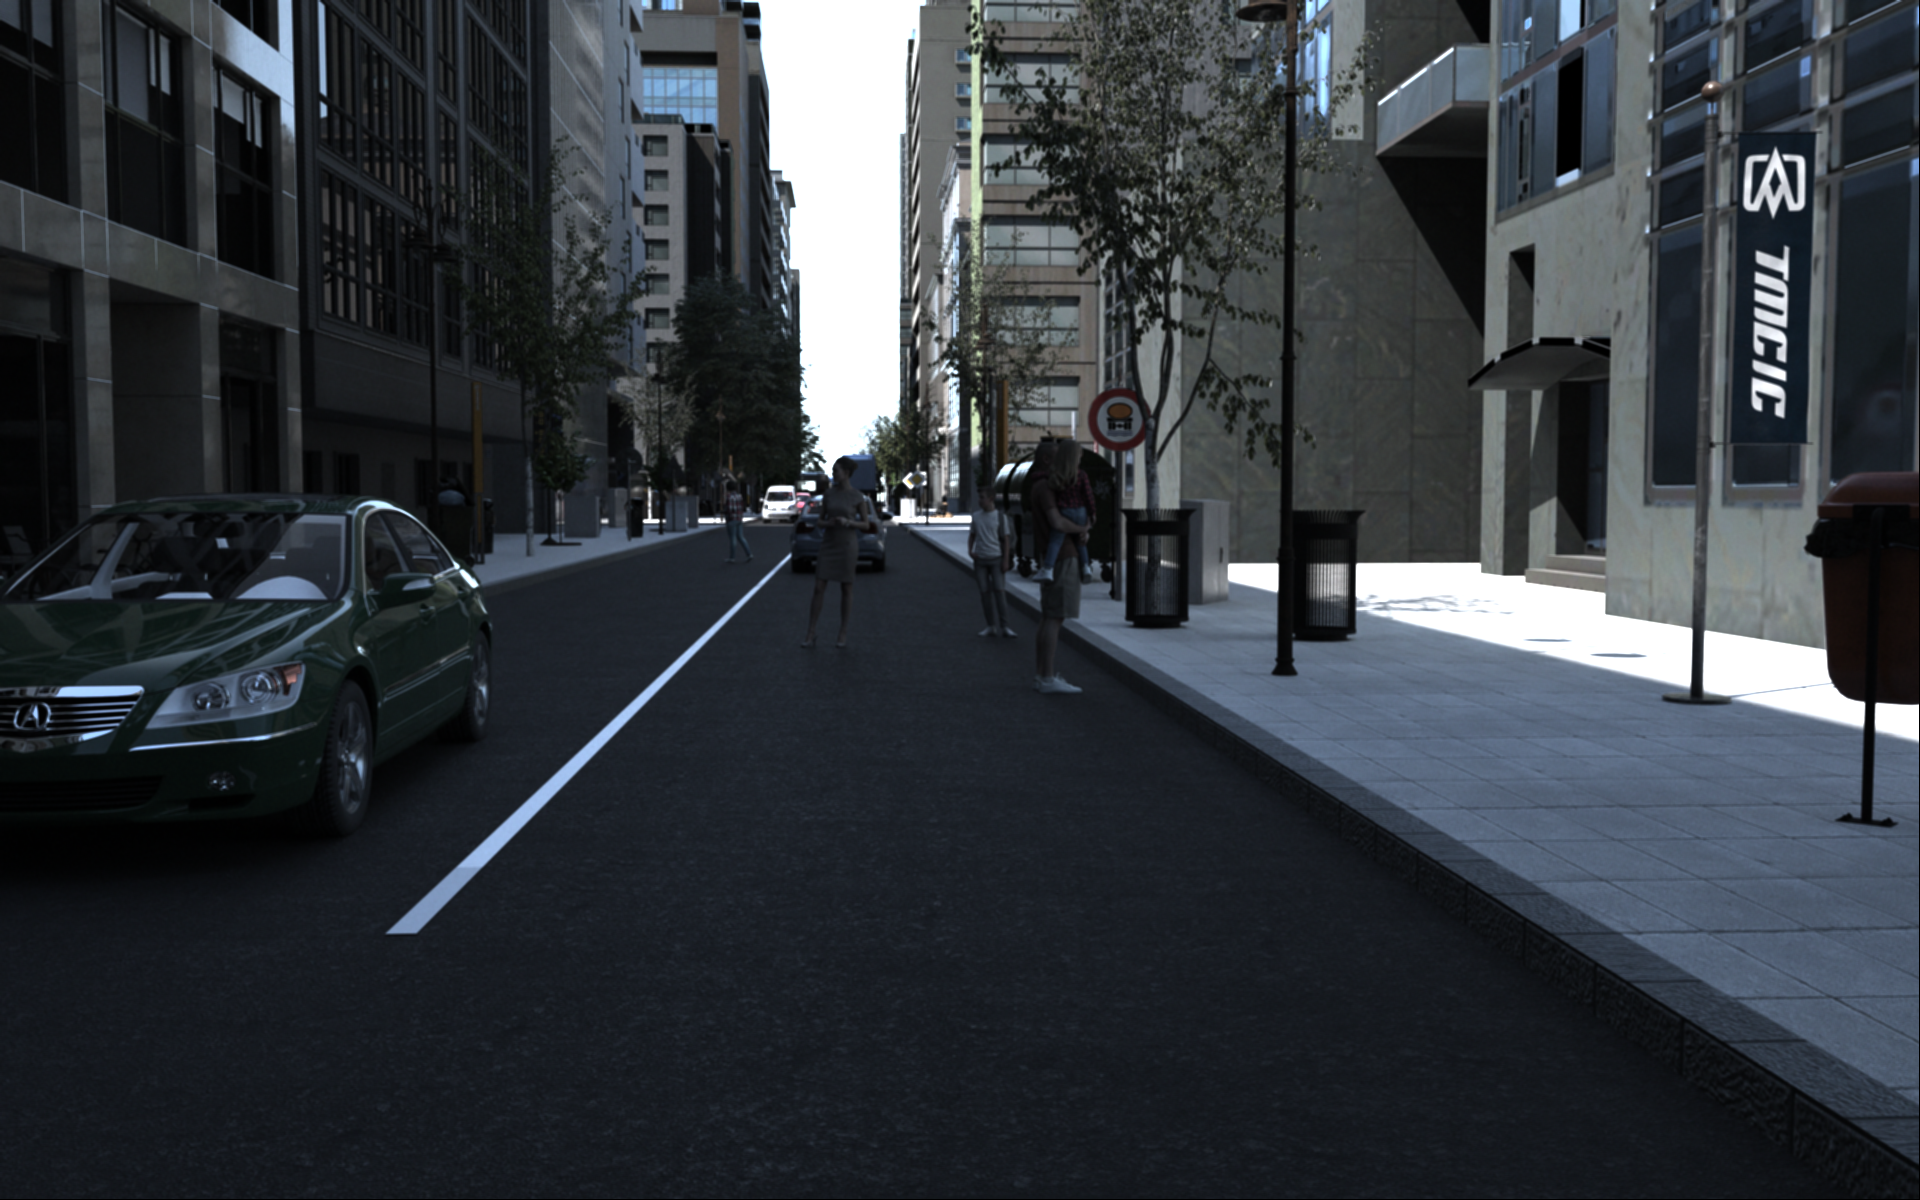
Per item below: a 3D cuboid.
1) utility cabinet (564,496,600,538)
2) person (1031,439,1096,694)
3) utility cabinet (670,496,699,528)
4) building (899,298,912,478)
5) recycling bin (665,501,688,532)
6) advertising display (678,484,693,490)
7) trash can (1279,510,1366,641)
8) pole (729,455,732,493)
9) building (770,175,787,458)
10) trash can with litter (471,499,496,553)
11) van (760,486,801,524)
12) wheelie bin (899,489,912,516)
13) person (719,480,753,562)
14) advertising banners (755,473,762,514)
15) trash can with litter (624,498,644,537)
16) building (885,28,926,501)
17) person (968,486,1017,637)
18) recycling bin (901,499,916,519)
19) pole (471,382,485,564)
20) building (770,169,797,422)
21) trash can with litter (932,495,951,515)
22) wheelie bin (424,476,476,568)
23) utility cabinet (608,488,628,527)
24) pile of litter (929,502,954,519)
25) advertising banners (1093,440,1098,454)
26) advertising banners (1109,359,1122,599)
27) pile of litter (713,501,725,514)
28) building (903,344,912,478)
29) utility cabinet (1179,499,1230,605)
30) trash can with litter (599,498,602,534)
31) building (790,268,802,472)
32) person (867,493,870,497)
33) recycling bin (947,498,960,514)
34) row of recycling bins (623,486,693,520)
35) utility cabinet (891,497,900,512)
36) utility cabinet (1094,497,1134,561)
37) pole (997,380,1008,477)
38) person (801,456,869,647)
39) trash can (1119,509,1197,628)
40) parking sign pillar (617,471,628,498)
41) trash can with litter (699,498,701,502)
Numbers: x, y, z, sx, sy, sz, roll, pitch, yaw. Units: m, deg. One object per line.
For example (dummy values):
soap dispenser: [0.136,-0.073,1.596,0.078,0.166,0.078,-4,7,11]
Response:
utility cabinet: [-11.148,-2.442,51.080,1.020,1.237,0.306,1,4,14]
person: [0.716,-0.250,12.556,0.580,1.828,0.573,3,5,42]
utility cabinet: [-10.408,-3.322,65.469,1.020,1.237,0.306,0,4,4]
building: [-2.010,-29.573,255.220,14.160,30.474,14.107,0,4,-4]
recycling bin: [-9.615,-2.825,58.749,0.722,1.027,0.722,0,4,-6]
advertising display: [-17.699,-6.519,111.803,0.974,1.923,0.123,1,4,12]
trash can: [3.189,-0.222,15.279,0.748,1.137,0.748,0,3,0]
pole: [-12.099,-5.969,91.435,0.158,3.312,0.155,0,3,0]
building: [-36.902,-38.810,254.152,23.786,49.044,30.456,0,4,-4]
trash can with litter: [-10.496,-1.592,37.422,1.055,1.170,0.624,3,5,44]
van: [-8.835,-4.800,85.490,2.013,2.044,4.112,0,4,-3]
wheelie bin: [-3.074,-5.538,98.450,0.693,1.594,0.980,-1,4,-19]
person: [-4.734,-1.662,36.514,0.643,1.720,0.563,2,4,28]
advertising banners: [-13.057,-7.112,112.466,0.090,3.025,2.074,0,4,7]
trash can with litter: [-9.749,-2.452,51.483,0.624,1.170,1.055,-1,4,-21]
building: [-1.557,-60.228,297.406,22.319,86.520,31.000,0,4,-4]
person: [0.342,-0.389,17.460,0.503,1.515,0.523,-1,4,-10]
recycling bin: [-2.686,-4.758,90.349,0.722,1.027,0.722,0,4,6]
pole: [-8.797,-2.309,31.588,0.158,3.312,0.155,0,3,0]
building: [-41.294,-42.424,282.871,28.713,52.752,27.495,0,4,-4]
trash can with litter: [-0.891,-5.724,104.646,1.678,1.210,2.233,-1,4,-8]
wheelie bin: [-8.731,-1.331,29.670,0.693,1.594,0.980,-3,5,-42]
utility cabinet: [-13.080,-3.523,66.285,0.318,1.500,1.173,1,4,12]
pile of litter: [-0.849,-4.722,91.165,1.719,0.858,1.176,1,4,20]
advertising banners: [4.005,-3.504,53.477,0.090,3.025,2.074,-1,4,-8]
advertising banners: [1.991,-1.576,21.956,0.090,3.025,2.074,0,4,8]
pile of litter: [-15.157,-5.854,109.685,1.719,0.858,1.176,0,4,6]
building: [7.187,-22.577,214.175,27.650,21.520,28.899,0,4,-4]
utility cabinet: [2.908,-0.572,20.517,0.306,1.237,1.020,2,4,26]
trash can with litter: [-11.831,-2.673,55.093,0.624,1.170,1.055,-3,5,-43]
building: [-35.168,-37.985,304.651,14.154,41.232,14.086,0,4,-4]
person: [-5.255,-5.339,98.393,0.503,1.515,0.523,3,5,39]
recycling bin: [-0.418,-6.120,112.611,0.722,1.027,0.722,1,4,10]
row of recycling bins: [-15.124,-4.932,87.750,3.534,1.692,1.069,-3,5,-43]
utility cabinet: [-4.311,-6.763,121.734,1.020,1.237,0.306,1,4,14]
utility cabinet: [2.979,-1.374,33.635,0.306,1.237,1.020,3,4,37]
pole: [0.764,-2.281,31.132,0.158,3.312,0.155,0,3,0]
person: [-1.170,-0.451,16.214,0.599,1.781,0.374,1,4,14]
trash can: [1.906,-0.310,16.728,0.748,1.137,0.748,0,3,0]
parking sign pillar: [-23.514,-8.000,119.270,1.447,3.967,1.447,0,4,6]
trash can with litter: [-17.756,-6.368,115.502,0.624,1.170,1.055,2,4,26]
